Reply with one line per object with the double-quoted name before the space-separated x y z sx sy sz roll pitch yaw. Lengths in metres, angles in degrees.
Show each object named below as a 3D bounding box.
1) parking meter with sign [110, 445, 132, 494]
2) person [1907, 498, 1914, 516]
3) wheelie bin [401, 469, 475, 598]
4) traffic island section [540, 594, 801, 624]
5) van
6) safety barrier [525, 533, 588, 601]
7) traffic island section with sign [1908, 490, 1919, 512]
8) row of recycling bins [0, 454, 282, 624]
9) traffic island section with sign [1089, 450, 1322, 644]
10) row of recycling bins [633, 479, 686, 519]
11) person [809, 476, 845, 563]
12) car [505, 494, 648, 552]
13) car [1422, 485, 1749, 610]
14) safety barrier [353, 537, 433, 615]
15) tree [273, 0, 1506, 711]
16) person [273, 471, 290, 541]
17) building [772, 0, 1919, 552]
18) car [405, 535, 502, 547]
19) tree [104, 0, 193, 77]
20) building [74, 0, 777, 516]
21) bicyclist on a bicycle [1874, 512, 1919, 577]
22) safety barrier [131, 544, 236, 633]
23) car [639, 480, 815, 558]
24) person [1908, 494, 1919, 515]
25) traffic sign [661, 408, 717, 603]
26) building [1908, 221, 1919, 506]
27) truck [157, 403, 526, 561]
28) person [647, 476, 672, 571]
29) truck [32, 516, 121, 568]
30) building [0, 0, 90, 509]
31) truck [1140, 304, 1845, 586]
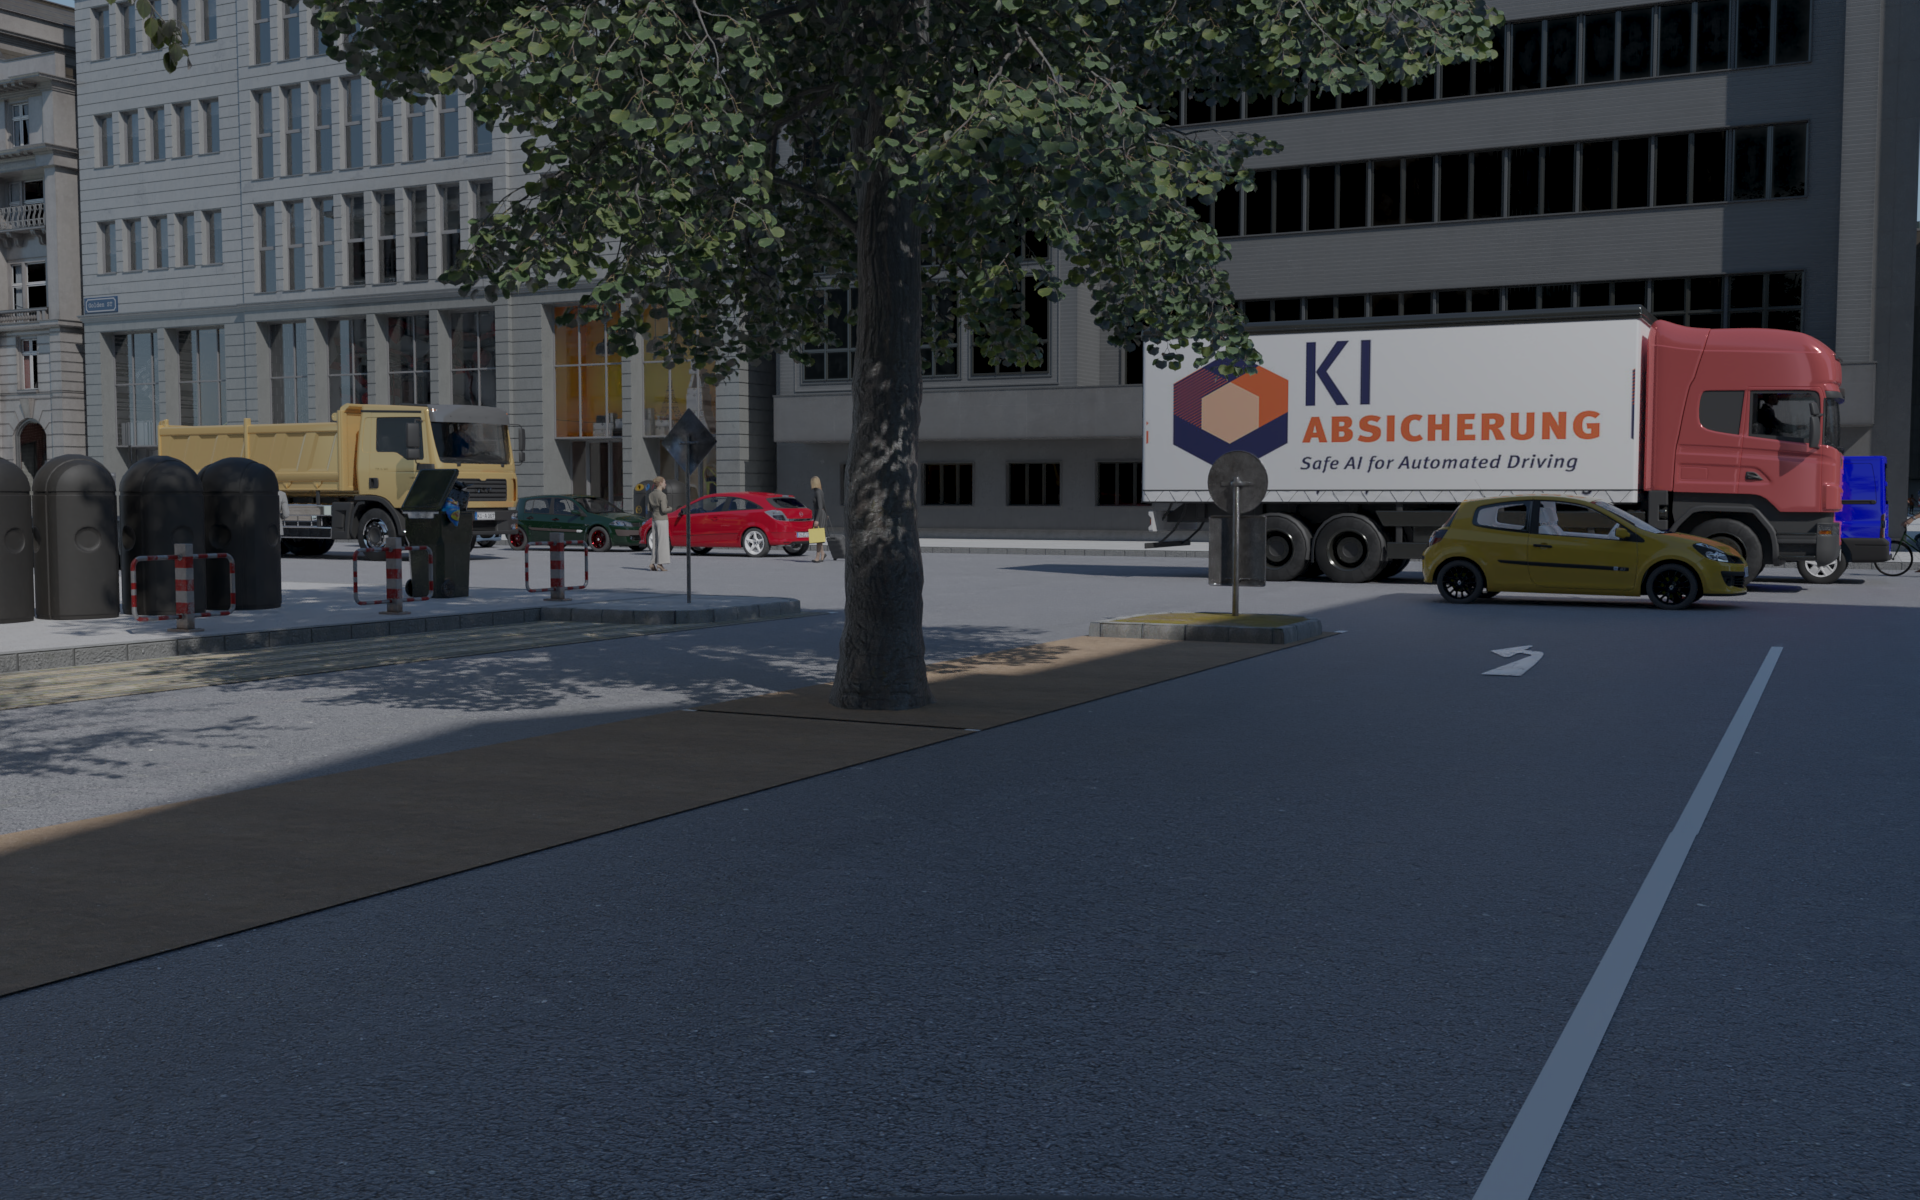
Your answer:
"parking meter with sign" -30.374 -3.993 61.544 1.738 3.016 0.543 -2 4 -24
"person" 60.515 -6.059 110.817 0.557 1.426 1.065 -3 5 -41
"wheelie bin" -6.497 -0.835 21.568 0.980 1.594 0.693 2 4 27
"traffic island section" -3.210 0.116 20.388 2.009 0.180 2.903 2 4 27
"van" 12.680 -1.508 29.040 5.245 2.365 2.240 2 4 29
"safety barrier" -4.836 -0.399 20.796 0.300 0.817 1.120 2 4 27
"traffic island section with sign" 78.178 -8.093 140.943 1.989 1.847 2.006 2 4 27
"row of recycling bins" -8.888 -0.687 18.343 1.069 1.692 3.534 3 4 38
"traffic island section with sign" 2.626 -0.582 17.658 2.006 1.907 1.989 2 4 27
"row of recycling bins" -8.602 -2.618 49.914 1.069 1.692 3.534 -2 4 -24
"person" -2.781 -1.702 36.548 0.699 1.804 1.509 2 4 32
"car" -9.592 -2.081 43.818 4.222 1.686 2.009 2 4 27
"car" 8.120 -0.758 22.616 3.980 1.641 2.015 2 4 28
"safety barrier" -6.036 -0.257 18.474 0.300 0.817 1.120 2 4 27
"tree" -0.512 -6.257 11.420 9.857 13.997 8.962 0 3 0
"person" -10.484 -1.078 26.332 0.606 1.804 0.583 -1 4 -13
"building" 10.262 -14.088 49.407 30.058 24.678 14.314 2 4 27
"car" -14.468 -2.129 46.811 4.499 1.417 2.014 2 4 27
"tree" -3.551 -3.195 5.051 4.360 8.622 3.978 0 3 0
"building" -17.194 -17.424 62.368 29.804 29.767 11.434 2 4 27
"bicyclist on a bicycle" 16.623 -1.209 29.781 1.625 1.676 1.499 2 4 25
"safety barrier" -7.230 -0.115 16.151 0.300 0.817 1.120 2 4 27
"car" -5.478 -1.920 40.434 4.494 1.783 2.155 2 4 29
"person" 66.101 -6.636 120.253 1.065 1.426 0.557 -1 4 -12
"traffic sign" -3.185 -1.020 20.315 0.795 2.450 0.064 2 4 27
"building" 105.263 -24.918 179.114 14.107 30.474 14.160 2 4 27
"truck" -13.710 -2.625 38.837 9.791 3.379 3.469 2 4 28
"person" -5.540 -1.412 32.138 0.519 1.759 0.362 3 5 44
"truck" -23.299 -2.919 37.484 18.799 4.110 2.967 2 4 27
"building" -41.385 -14.284 75.339 24.055 21.916 13.314 2 4 27
"truck" 8.579 -2.373 27.708 11.283 4.237 2.839 2 4 27
